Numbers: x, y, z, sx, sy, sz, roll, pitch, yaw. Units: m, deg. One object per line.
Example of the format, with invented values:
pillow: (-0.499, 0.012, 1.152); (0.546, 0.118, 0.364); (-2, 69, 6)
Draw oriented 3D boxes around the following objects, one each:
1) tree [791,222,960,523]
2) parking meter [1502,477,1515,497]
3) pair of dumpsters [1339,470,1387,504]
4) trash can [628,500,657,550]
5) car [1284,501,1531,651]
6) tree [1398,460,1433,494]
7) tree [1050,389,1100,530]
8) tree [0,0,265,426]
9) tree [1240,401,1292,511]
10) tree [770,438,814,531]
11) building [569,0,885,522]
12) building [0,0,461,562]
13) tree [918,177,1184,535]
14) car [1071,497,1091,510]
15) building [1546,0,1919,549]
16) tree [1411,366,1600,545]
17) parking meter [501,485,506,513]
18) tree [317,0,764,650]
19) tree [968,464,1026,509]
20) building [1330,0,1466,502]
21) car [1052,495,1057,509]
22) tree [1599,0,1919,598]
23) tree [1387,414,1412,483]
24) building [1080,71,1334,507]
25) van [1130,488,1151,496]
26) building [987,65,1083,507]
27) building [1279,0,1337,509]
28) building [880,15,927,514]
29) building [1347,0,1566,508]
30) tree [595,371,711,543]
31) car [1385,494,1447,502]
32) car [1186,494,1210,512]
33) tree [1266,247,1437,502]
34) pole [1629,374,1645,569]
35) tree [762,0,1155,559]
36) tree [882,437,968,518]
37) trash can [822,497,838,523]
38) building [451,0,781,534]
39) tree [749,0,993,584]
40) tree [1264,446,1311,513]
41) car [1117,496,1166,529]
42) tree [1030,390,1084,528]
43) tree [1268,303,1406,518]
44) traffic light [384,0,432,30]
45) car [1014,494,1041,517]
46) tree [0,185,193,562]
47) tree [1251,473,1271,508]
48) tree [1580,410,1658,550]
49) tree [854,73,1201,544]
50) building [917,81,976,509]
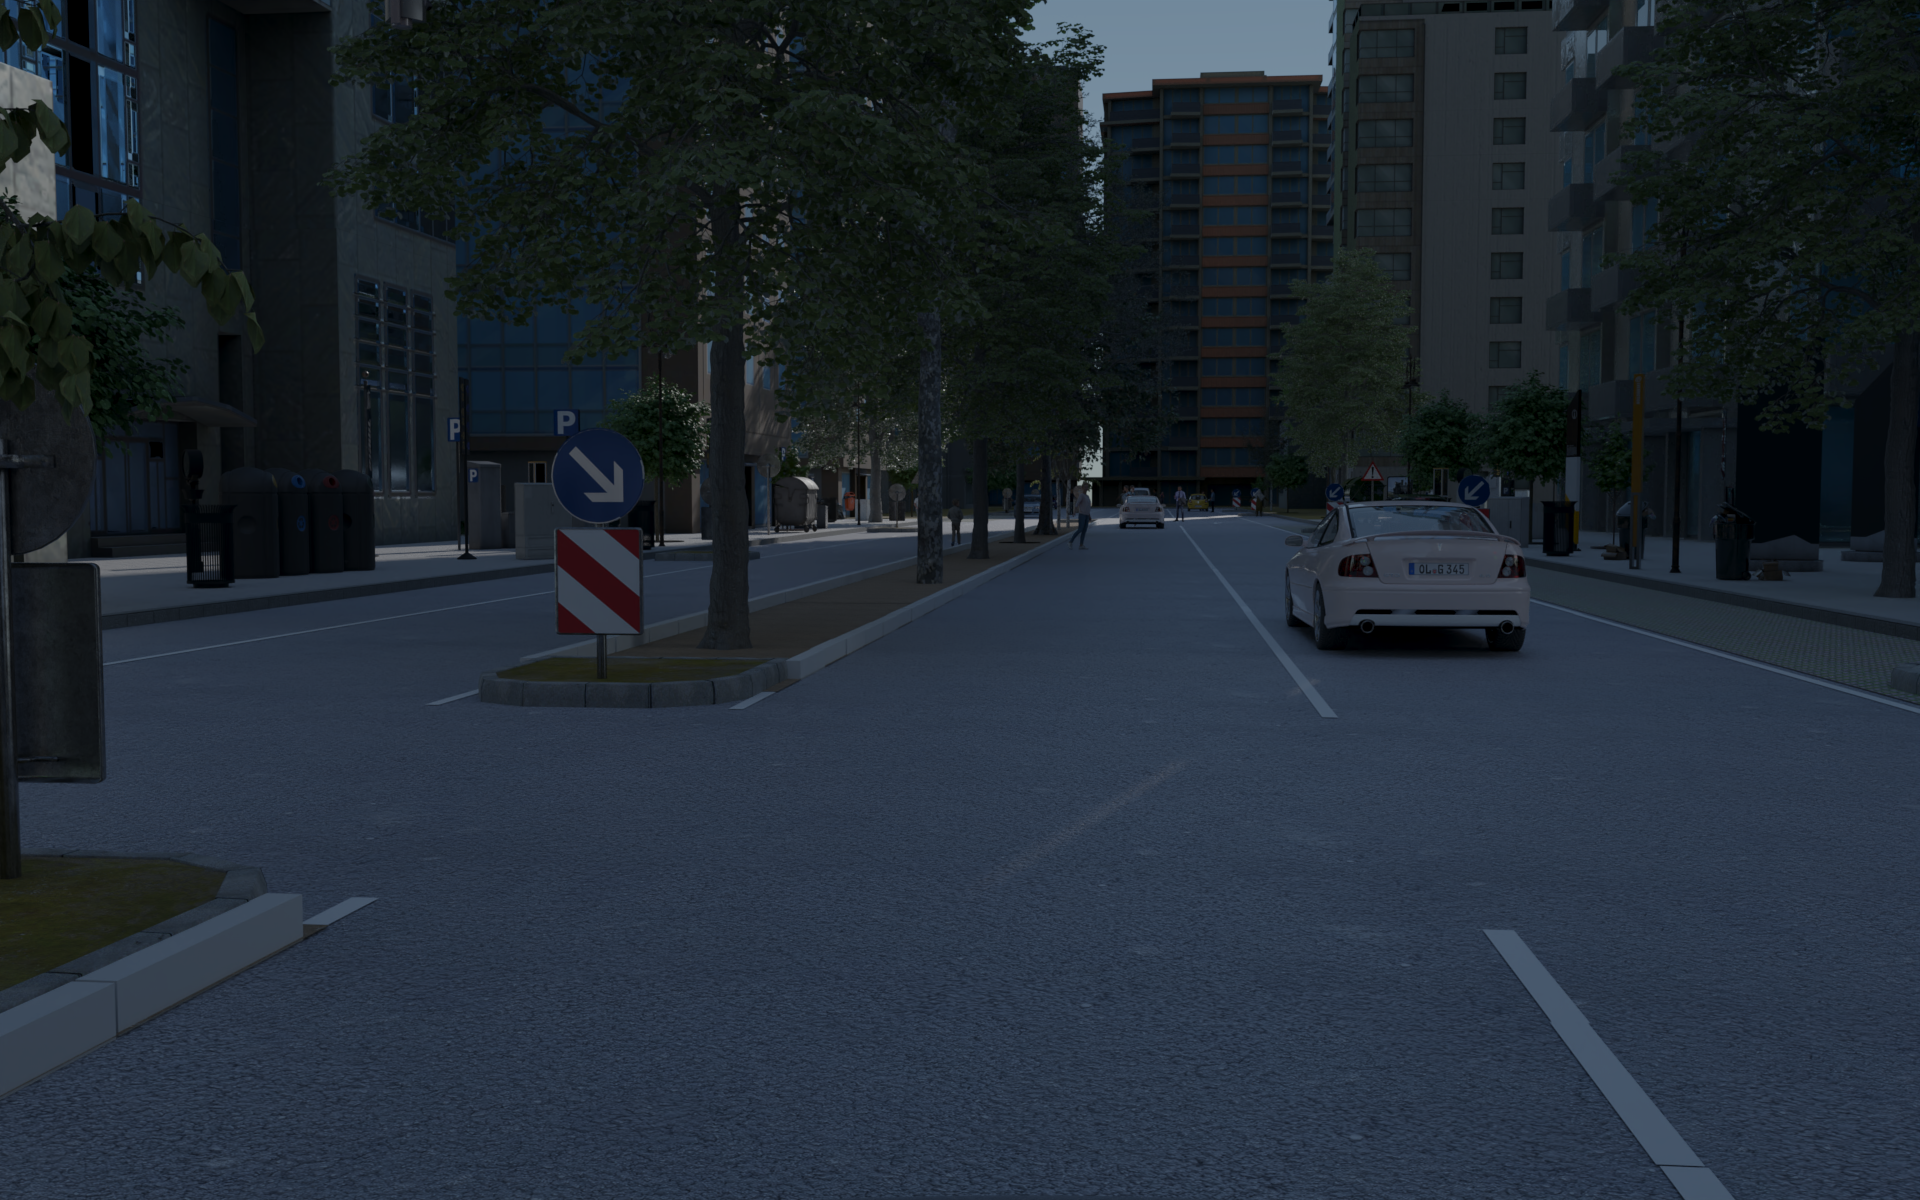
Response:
tree: (-3.699, -10.465, 77.756); (9.857, 13.997, 8.962); (0, 3, 0)
parking meter: (19.017, -3.326, 60.097); (0.255, 1.863, 0.399); (-3, 4, -38)
pair of dumpsters: (16.556, -4.208, 71.289); (1.574, 2.255, 4.437); (0, 4, 6)
trash can: (-7.311, -1.717, 39.719); (0.748, 1.137, 0.748); (0, 3, 0)
car: (4.330, -0.297, 17.226); (2.083, 1.381, 4.827); (0, 4, 5)
tree: (18.096, -4.518, 68.476); (1.663, 3.219, 1.824); (0, 3, 0)
tree: (3.931, -7.057, 68.199); (4.737, 8.622, 4.395); (0, 3, 0)
tree: (-3.044, -3.104, 3.574); (4.737, 8.622, 4.395); (0, 3, 0)
tree: (23.585, -11.130, 132.329); (4.360, 8.622, 3.978); (0, 3, 0)
tree: (-5.828, -4.023, 60.379); (1.663, 3.219, 1.824); (0, 3, 0)
building: (-12.085, -27.283, 96.188); (14.600, 45.320, 14.200); (0, 4, 6)
building: (-24.678, -43.937, 31.035); (22.319, 86.520, 31.000); (0, 4, 6)
tree: (3.018, -8.622, 60.429); (9.611, 12.733, 9.660); (0, 3, 0)
car: (10.623, -8.688, 154.416); (2.083, 1.381, 4.827); (0, 4, 6)
building: (30.921, -26.401, 51.269); (23.786, 49.044, 30.456); (0, 4, 6)
tree: (14.750, -3.713, 44.416); (4.285, 4.588, 4.351); (0, 3, 0)
parking meter: (-12.813, -2.432, 48.181); (0.372, 1.533, 0.369); (0, 3, 0)
tree: (-2.201, -5.840, 16.073); (7.486, 12.596, 7.792); (0, 3, 0)
tree: (2.233, -9.330, 136.259); (4.285, 4.588, 4.351); (0, 3, 0)
building: (32.698, -26.638, 119.131); (14.154, 41.232, 14.086); (0, 4, 6)
car: (8.289, -9.095, 161.278); (1.945, 1.354, 3.894); (0, 4, 6)
tree: (12.050, -6.292, 21.006); (7.486, 12.596, 7.792); (0, 3, 0)
tree: (14.612, -4.215, 52.633); (4.285, 4.588, 4.351); (0, 3, 0)
building: (27.683, -32.295, 182.644); (28.867, 44.769, 22.147); (0, 4, 6)
van: (12.360, -6.853, 119.061); (2.013, 2.044, 4.112); (0, 4, 6)
building: (5.561, -32.537, 182.092); (14.200, 45.320, 14.600); (0, 4, 6)
building: (38.685, -50.603, 140.032); (22.319, 86.520, 31.000); (0, 4, 6)
building: (-14.159, -30.544, 119.005); (23.786, 49.044, 30.456); (0, 4, 6)
building: (30.494, -20.417, 105.513); (14.160, 30.474, 14.107); (0, 4, 6)
tree: (-8.026, -3.826, 46.271); (4.285, 4.588, 4.351); (0, 3, 0)
car: (10.961, -1.970, 41.999); (2.009, 1.686, 4.222); (0, 4, 7)
car: (19.674, -8.132, 143.186); (2.015, 1.641, 3.980); (0, 4, 7)
tree: (17.893, -9.871, 79.511); (7.486, 12.596, 7.792); (0, 3, 0)
pole: (11.528, -2.180, 29.478); (0.158, 3.312, 0.155); (0, 3, 0)
tree: (0.375, -7.194, 38.203); (7.486, 12.596, 7.792); (0, 3, 0)
tree: (-2.707, -6.807, 95.013); (4.285, 4.588, 4.351); (0, 3, 0)
trash can: (-5.865, -4.068, 78.172); (0.748, 1.137, 0.748); (0, 3, 0)
building: (-14.398, -25.184, 61.874); (14.600, 45.320, 14.200); (0, 4, 6)
tree: (-1.593, -10.376, 27.998); (12.611, 20.169, 13.585); (0, 3, 0)
tree: (22.245, -8.175, 117.374); (4.285, 4.588, 4.351); (0, 3, 0)
car: (7.662, -3.719, 73.161); (2.083, 1.381, 4.827); (0, 4, 5)
tree: (4.550, -7.338, 72.798); (4.360, 8.622, 3.978); (0, 3, 0)
tree: (20.133, -10.214, 92.762); (9.928, 11.665, 9.643); (0, 3, 0)
traffic light: (-6.425, -2.360, 13.253); (4.771, 5.953, 1.251); (0, 4, 6)
car: (4.335, -5.740, 105.846); (2.014, 1.417, 4.499); (0, 4, 8)
tree: (-10.228, -2.132, 18.579); (4.285, 4.588, 4.351); (0, 3, 0)
tree: (27.552, -10.102, 159.775); (1.663, 3.219, 1.824); (0, 3, 0)
tree: (15.233, -2.789, 40.208); (1.663, 3.219, 1.824); (0, 3, 0)
tree: (1.742, -8.365, 49.588); (12.009, 13.543, 11.850); (0, 3, 0)
building: (-4.818, -28.805, 154.555); (14.086, 41.232, 14.154); (0, 4, 6)
